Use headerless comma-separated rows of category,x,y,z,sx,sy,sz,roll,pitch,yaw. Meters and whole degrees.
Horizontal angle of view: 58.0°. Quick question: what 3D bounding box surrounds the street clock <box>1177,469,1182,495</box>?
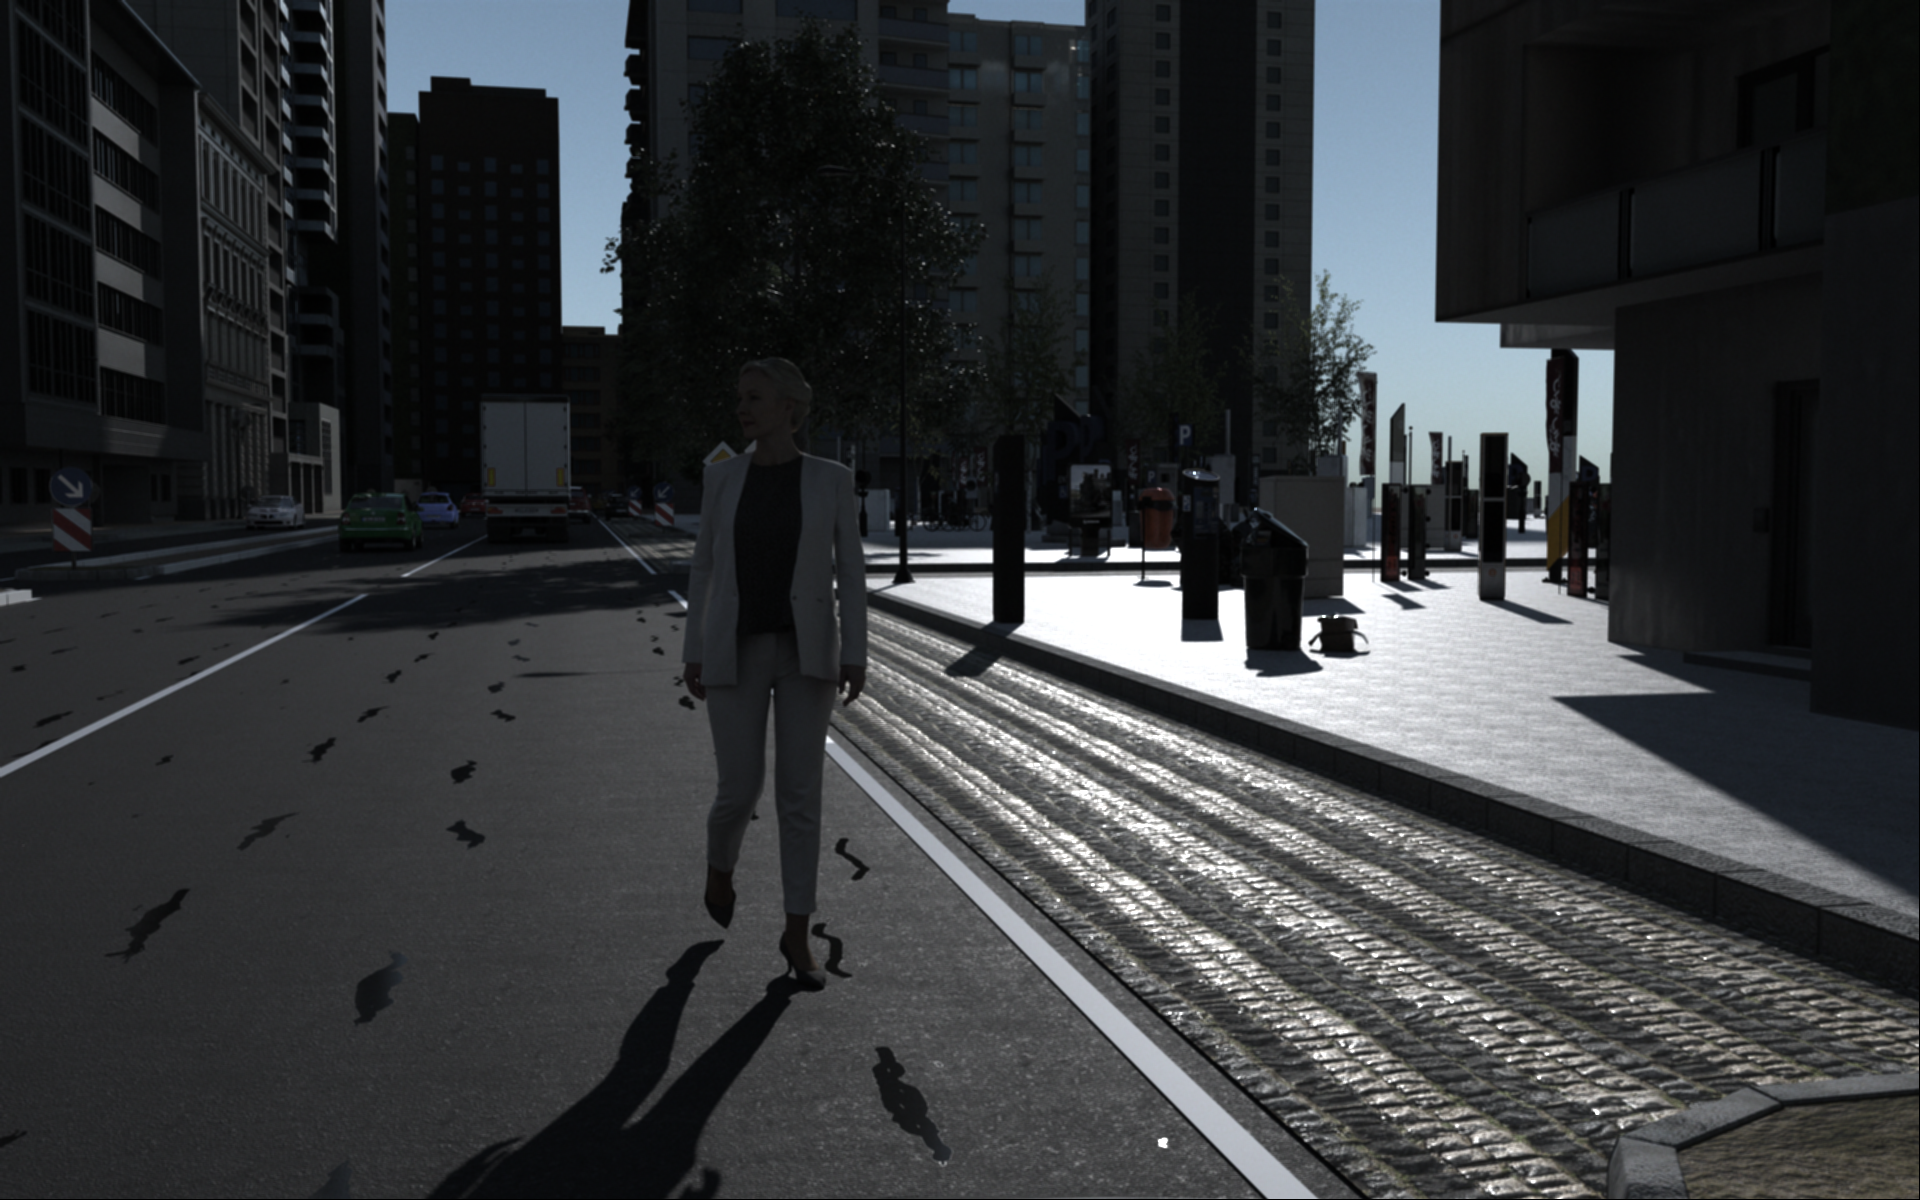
street clock,5.639,-2.538,46.067,0.471,2.002,0.358,0,4,0

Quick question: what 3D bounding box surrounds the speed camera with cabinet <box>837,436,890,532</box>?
speed camera with cabinet,-3.459,-3.989,59.549,2.038,3.252,0.660,1,4,12

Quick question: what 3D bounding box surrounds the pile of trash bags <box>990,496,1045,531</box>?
pile of trash bags,2.664,-3.148,61.230,3.447,1.369,1.912,1,4,12

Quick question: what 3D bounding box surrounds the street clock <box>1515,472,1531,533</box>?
street clock,18.497,-3.205,56.975,0.471,2.002,0.358,2,4,24

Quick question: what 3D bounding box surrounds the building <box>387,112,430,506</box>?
building,-65.243,-30.843,187.872,14.086,41.232,14.154,-1,4,-13

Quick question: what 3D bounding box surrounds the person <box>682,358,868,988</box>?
person,-0.586,0.187,5.322,0.514,1.842,0.818,-1,4,-20

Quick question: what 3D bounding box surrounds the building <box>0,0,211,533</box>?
building,-38.984,-15.055,65.215,14.314,24.678,30.058,-1,4,-13

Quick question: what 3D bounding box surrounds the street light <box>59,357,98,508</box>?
street light,-29.901,-5.270,58.708,1.470,5.913,1.316,-1,4,-13

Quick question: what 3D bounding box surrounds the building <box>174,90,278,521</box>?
building,-42.856,-15.987,90.272,11.050,23.489,19.941,-1,4,-13

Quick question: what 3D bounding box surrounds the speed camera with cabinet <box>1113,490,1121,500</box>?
speed camera with cabinet,6.249,-5.120,78.045,2.038,3.252,0.660,-2,4,-23

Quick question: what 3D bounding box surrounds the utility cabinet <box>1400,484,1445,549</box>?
utility cabinet,10.710,-1.922,40.098,1.173,1.500,0.318,0,4,-3

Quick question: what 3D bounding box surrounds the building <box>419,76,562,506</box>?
building,-51.119,-33.047,190.432,14.200,45.320,14.600,-1,4,-13

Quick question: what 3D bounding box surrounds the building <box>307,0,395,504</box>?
building,-68.434,-37.899,161.650,28.212,58.520,21.231,-1,4,-13

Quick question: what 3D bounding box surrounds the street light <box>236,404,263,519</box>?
street light,-36.558,-7.129,89.099,1.470,5.913,1.316,-1,4,-13

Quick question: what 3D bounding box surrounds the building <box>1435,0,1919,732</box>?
building,11.470,-20.092,12.093,14.154,41.232,14.086,-1,4,-13

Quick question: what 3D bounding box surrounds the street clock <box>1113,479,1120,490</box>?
street clock,7.568,-4.908,84.815,0.471,2.002,0.358,-1,4,-22

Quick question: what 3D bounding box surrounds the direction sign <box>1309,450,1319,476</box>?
direction sign,18.232,-5.891,88.319,0.876,3.537,0.379,2,4,29

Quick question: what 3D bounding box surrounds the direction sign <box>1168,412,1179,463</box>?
direction sign,5.926,-3.432,48.106,0.379,3.537,0.876,-1,4,-9

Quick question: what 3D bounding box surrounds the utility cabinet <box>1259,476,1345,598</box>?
utility cabinet,4.167,-0.764,21.175,1.173,1.500,0.318,-2,4,-34

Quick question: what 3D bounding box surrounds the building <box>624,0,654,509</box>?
building,-18.149,-30.507,153.416,22.147,44.769,28.867,-1,4,-13

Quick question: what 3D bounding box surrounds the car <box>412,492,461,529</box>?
car,-21.893,-3.839,72.366,1.945,1.707,3.694,-1,4,-14

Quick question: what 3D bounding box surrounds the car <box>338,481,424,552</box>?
car,-14.849,-2.186,44.534,1.959,1.807,4.718,-1,4,-13

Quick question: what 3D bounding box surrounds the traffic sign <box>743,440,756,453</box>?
traffic sign,-2.675,-1.280,24.565,0.795,2.450,0.064,-1,4,-13

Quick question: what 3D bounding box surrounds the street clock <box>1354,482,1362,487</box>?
street clock,24.746,-6.253,106.812,0.471,2.002,0.358,1,4,20

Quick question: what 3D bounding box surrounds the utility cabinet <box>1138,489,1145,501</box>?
utility cabinet,8.539,-4.188,77.155,1.173,1.500,0.318,1,4,18

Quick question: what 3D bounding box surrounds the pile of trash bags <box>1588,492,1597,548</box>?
pile of trash bags,16.008,-2.019,42.758,1.912,1.369,3.447,1,4,12

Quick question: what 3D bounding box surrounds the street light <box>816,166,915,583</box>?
street light,-1.348,-3.197,24.813,1.470,5.913,1.316,-1,4,-13

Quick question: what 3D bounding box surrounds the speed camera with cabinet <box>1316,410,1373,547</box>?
speed camera with cabinet,9.169,-2.890,41.586,0.660,3.252,2.038,2,4,32

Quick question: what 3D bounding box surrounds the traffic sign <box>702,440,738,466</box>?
traffic sign,-4.419,-1.756,32.358,0.795,2.450,0.064,-1,4,-13

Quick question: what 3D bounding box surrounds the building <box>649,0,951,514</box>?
building,-11.756,-35.662,125.080,21.231,58.520,28.212,-1,4,-13

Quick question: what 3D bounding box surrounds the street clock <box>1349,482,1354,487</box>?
street clock,24.438,-6.307,107.687,0.471,2.002,0.358,-2,4,-30

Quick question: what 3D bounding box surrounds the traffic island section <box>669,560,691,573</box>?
traffic island section,-4.398,-0.621,32.440,2.009,0.180,2.903,-1,4,-13

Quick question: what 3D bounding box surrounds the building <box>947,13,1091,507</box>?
building,-1.921,-34.009,175.655,30.456,49.044,23.786,-1,4,-13

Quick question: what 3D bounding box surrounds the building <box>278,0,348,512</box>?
building,-59.307,-50.128,132.265,22.319,86.520,31.000,-1,4,-13

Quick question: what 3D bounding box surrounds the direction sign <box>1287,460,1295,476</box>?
direction sign,21.956,-7.512,114.820,0.379,3.537,0.876,3,5,45

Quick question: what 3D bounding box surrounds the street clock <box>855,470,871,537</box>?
street clock,-2.893,-2.884,51.725,0.471,2.002,0.358,3,5,40

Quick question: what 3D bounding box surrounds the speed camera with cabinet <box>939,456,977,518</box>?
speed camera with cabinet,-0.108,-5.908,90.938,2.038,3.252,0.660,0,4,1

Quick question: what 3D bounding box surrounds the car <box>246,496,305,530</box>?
car,-27.986,-3.579,70.875,2.083,1.381,4.827,-1,4,-14

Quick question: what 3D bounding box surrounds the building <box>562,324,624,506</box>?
building,-31.759,-21.913,203.313,28.899,21.520,27.650,-1,4,-13

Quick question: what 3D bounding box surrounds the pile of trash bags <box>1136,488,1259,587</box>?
pile of trash bags,3.795,-0.950,25.279,1.912,1.369,3.447,-3,4,-36

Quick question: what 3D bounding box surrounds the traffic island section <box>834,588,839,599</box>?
traffic island section,-2.653,-0.145,24.647,2.009,0.180,2.903,-1,4,-13

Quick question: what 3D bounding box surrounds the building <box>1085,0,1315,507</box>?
building,23.428,-45.506,182.278,20.611,71.187,20.563,-1,4,-13

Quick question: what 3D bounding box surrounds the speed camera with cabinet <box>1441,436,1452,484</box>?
speed camera with cabinet,16.312,-4.008,59.860,0.660,3.252,2.038,-1,4,-23

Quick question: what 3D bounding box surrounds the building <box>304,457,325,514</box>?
building,-51.819,-40.964,108.011,20.563,71.187,20.611,-1,4,-13

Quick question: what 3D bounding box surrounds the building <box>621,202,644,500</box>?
building,-26.944,-24.645,174.642,14.160,30.474,14.107,-1,4,-13

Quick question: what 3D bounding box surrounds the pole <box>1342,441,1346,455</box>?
pole,14.656,-4.428,66.240,0.158,3.312,0.155,0,3,0

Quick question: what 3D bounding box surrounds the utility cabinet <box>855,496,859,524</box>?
utility cabinet,-4.233,-3.499,68.375,0.306,1.237,1.020,-1,4,-20

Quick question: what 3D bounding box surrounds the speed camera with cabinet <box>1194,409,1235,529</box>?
speed camera with cabinet,6.006,-2.869,41.242,0.660,3.252,2.038,0,4,-6
